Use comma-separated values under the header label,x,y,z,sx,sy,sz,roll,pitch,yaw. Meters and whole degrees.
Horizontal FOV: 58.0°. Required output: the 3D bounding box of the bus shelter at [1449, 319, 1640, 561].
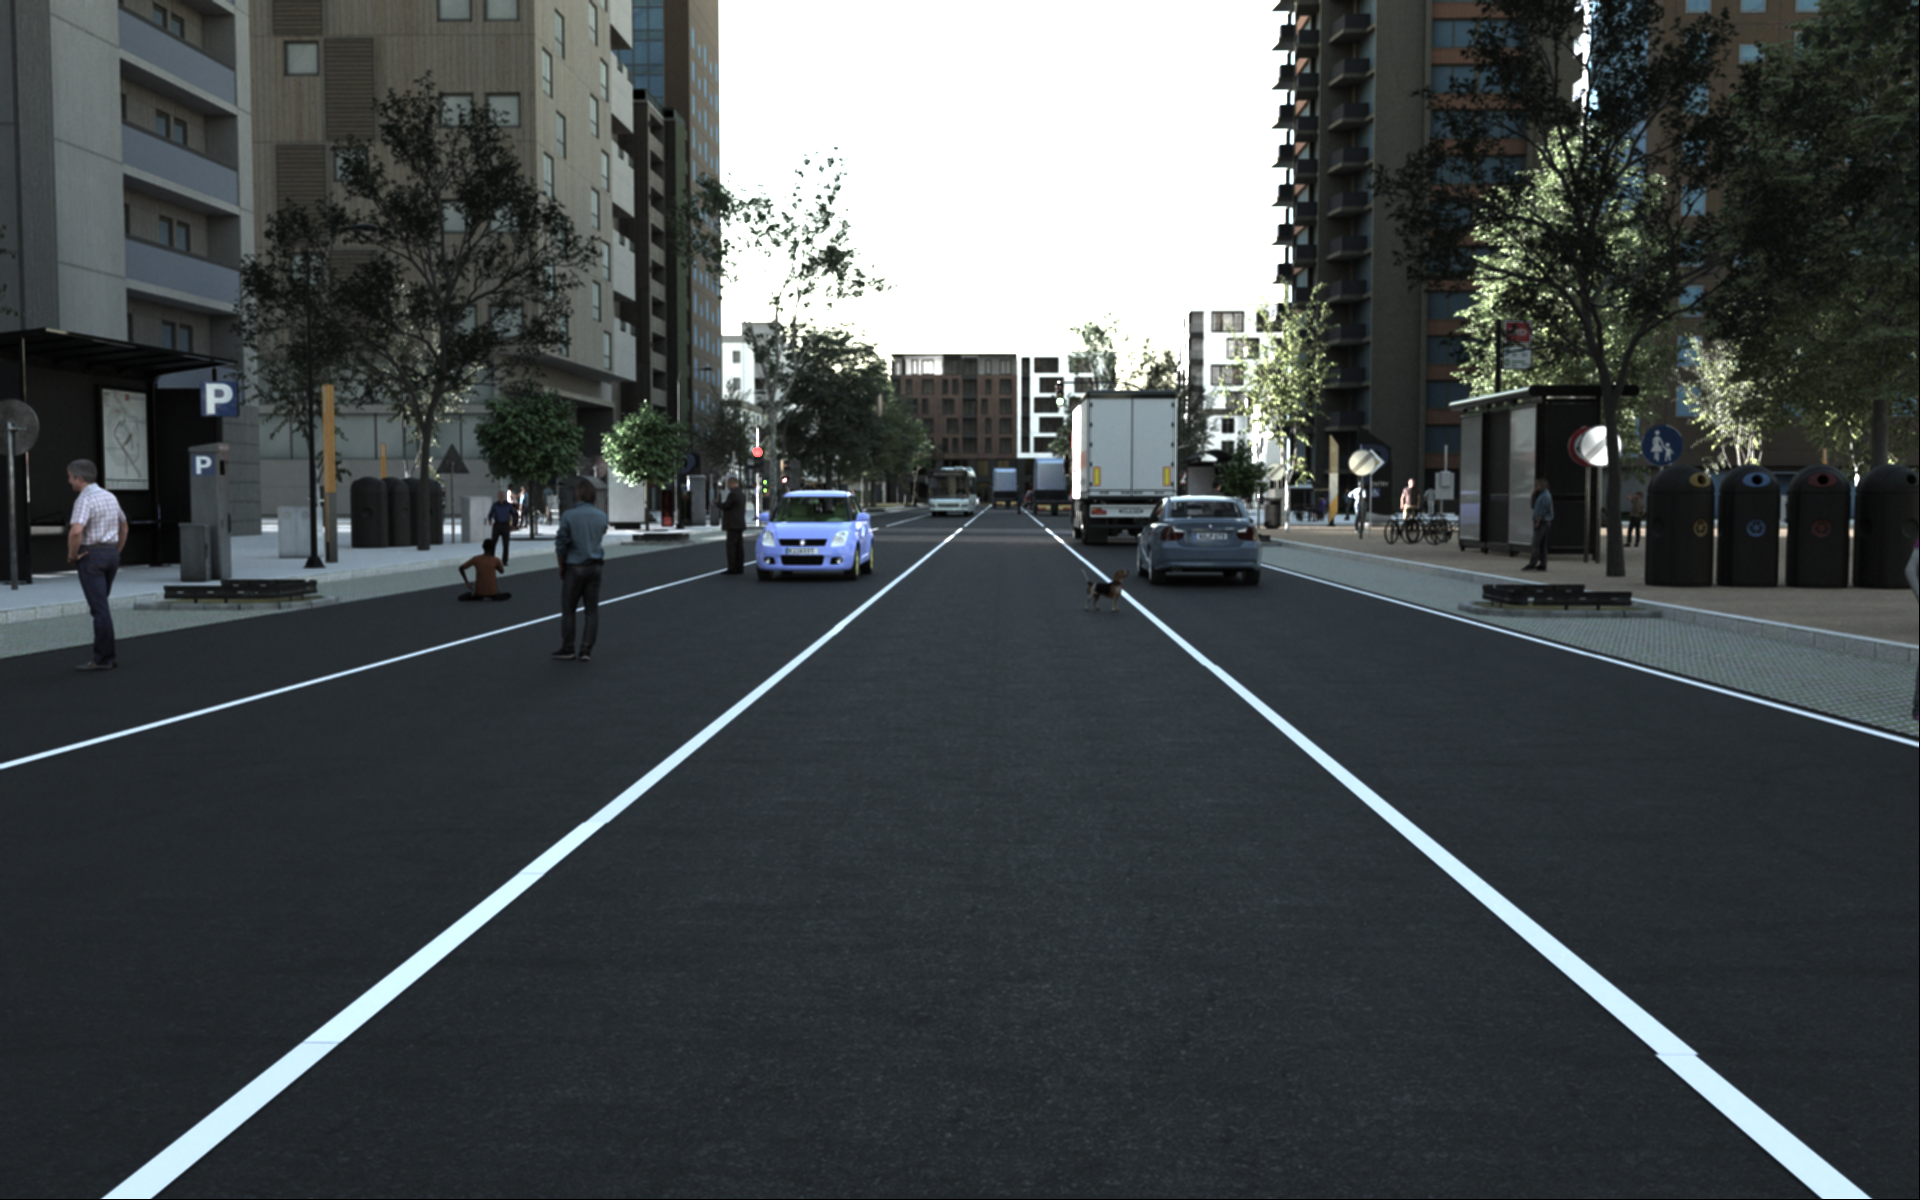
label,x,y,z,sx,sy,sz,roll,pitch,yaw
bus shelter,12.068,-3.662,37.498,2.179,5.291,8.768,0,4,1

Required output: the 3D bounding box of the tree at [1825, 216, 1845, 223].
label,x,y,z,sx,sy,sz,roll,pitch,yaw
tree,22.401,-5.673,43.123,4.737,8.622,4.395,0,3,0

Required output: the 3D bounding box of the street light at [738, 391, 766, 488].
label,x,y,z,sx,sy,sz,roll,pitch,yaw
street light,-9.430,-6.469,78.309,1.470,5.913,1.316,0,4,1

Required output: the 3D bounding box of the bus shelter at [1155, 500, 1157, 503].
label,x,y,z,sx,sy,sz,roll,pitch,yaw
bus shelter,13.901,-7.949,121.246,1.731,3.624,6.357,0,4,1

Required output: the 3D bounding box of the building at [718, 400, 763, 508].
label,x,y,z,sx,sy,sz,roll,pitch,yaw
building,-23.677,-13.845,168.515,9.099,9.664,28.070,0,4,1

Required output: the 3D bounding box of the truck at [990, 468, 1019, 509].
label,x,y,z,sx,sy,sz,roll,pitch,yaw
truck,4.612,-11.240,173.537,2.967,4.110,18.799,0,4,0

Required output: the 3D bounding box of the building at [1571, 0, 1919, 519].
label,x,y,z,sx,sy,sz,roll,pitch,yaw
building,42.280,-27.092,93.070,14.200,45.320,14.600,0,4,1

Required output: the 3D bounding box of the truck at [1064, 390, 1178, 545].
label,x,y,z,sx,sy,sz,roll,pitch,yaw
truck,4.739,-3.876,52.286,2.839,4.237,11.283,0,4,1

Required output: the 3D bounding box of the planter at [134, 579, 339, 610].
label,x,y,z,sx,sy,sz,roll,pitch,yaw
planter,-9.122,-0.064,22.188,1.991,0.319,1.994,0,4,1

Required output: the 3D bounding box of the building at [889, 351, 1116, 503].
label,x,y,z,sx,sy,sz,roll,pitch,yaw
building,6.333,-25.549,261.702,32.646,21.610,27.936,0,4,1

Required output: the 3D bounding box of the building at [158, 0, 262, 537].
label,x,y,z,sx,sy,sz,roll,pitch,yaw
building,-36.018,-30.974,48.429,28.212,58.520,21.231,0,4,1

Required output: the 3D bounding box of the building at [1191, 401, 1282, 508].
label,x,y,z,sx,sy,sz,roll,pitch,yaw
building,28.693,-13.957,170.347,9.099,9.664,28.070,0,4,1

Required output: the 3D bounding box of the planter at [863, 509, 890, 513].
label,x,y,z,sx,sy,sz,roll,pitch,yaw
planter,-6.330,-6.689,130.512,1.991,0.319,1.994,0,4,1

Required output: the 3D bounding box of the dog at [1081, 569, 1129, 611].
label,x,y,z,sx,sy,sz,roll,pitch,yaw
dog,1.780,-0.124,21.308,0.540,0.507,0.406,0,4,-5

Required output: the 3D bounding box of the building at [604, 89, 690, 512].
label,x,y,z,sx,sy,sz,roll,pitch,yaw
building,-27.672,-21.557,124.165,14.160,30.474,14.107,0,4,1

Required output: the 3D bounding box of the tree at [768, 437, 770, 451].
label,x,y,z,sx,sy,sz,roll,pitch,yaw
tree,-17.372,-11.560,139.373,4.737,8.622,4.395,0,3,0

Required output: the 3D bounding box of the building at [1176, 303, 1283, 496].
label,x,y,z,sx,sy,sz,roll,pitch,yaw
building,38.826,-21.863,201.429,27.936,21.610,32.646,0,4,1

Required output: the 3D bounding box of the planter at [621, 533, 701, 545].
label,x,y,z,sx,sy,sz,roll,pitch,yaw
planter,-8.431,-1.711,49.123,1.991,0.319,1.994,0,4,1

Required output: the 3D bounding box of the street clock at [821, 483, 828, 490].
label,x,y,z,sx,sy,sz,roll,pitch,yaw
street clock,-8.960,-6.687,113.899,0.471,2.002,0.358,-2,4,-31

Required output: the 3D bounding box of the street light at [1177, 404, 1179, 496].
label,x,y,z,sx,sy,sz,roll,pitch,yaw
street light,10.173,-6.883,85.079,1.470,5.913,1.316,0,4,1

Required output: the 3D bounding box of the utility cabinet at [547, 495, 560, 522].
label,x,y,z,sx,sy,sz,roll,pitch,yaw
utility cabinet,-18.540,-4.171,79.356,0.306,1.237,1.020,1,4,17

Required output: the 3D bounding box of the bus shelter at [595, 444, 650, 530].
label,x,y,z,sx,sy,sz,roll,pitch,yaw
bus shelter,-12.041,-4.354,65.116,2.014,3.302,5.546,0,4,2

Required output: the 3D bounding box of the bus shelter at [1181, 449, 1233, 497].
label,x,y,z,sx,sy,sz,roll,pitch,yaw
bus shelter,11.657,-5.343,81.277,2.014,3.302,5.546,0,4,1

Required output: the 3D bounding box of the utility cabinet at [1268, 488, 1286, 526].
label,x,y,z,sx,sy,sz,roll,pitch,yaw
utility cabinet,12.592,-3.684,68.914,0.318,1.500,1.173,2,4,30

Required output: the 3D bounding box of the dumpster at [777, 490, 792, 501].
label,x,y,z,sx,sy,sz,roll,pitch,yaw
dumpster,-11.094,-6.653,111.268,1.502,2.255,1.985,0,4,1

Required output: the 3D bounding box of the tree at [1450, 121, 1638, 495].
label,x,y,z,sx,sy,sz,roll,pitch,yaw
tree,18.606,-8.248,52.977,7.486,12.596,7.792,0,3,0

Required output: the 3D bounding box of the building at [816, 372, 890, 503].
label,x,y,z,sx,sy,sz,roll,pitch,yaw
building,-26.361,-23.893,257.102,31.486,18.905,16.747,0,4,1

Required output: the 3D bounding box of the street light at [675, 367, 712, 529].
label,x,y,z,sx,sy,sz,roll,pitch,yaw
street light,-9.753,-5.565,63.524,1.470,5.913,1.316,0,4,1

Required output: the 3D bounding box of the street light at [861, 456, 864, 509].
label,x,y,z,sx,sy,sz,roll,pitch,yaw
street light,-7.658,-10.581,145.536,1.470,5.913,1.316,0,4,1

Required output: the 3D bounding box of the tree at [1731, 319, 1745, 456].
label,x,y,z,sx,sy,sz,roll,pitch,yaw
tree,27.849,-6.777,61.170,4.737,8.622,4.395,0,3,0

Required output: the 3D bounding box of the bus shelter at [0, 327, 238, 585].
label,x,y,z,sx,sy,sz,roll,pitch,yaw
bus shelter,-13.670,-2.221,27.599,1.731,3.624,6.357,0,4,2

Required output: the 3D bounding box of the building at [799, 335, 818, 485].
label,x,y,z,sx,sy,sz,roll,pitch,yaw
building,-23.546,-21.761,212.213,11.380,20.091,16.016,0,4,1

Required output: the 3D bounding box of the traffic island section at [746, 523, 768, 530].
label,x,y,z,sx,sy,sz,roll,pitch,yaw
traffic island section,-8.199,-2.951,70.533,2.009,0.180,2.903,0,4,1

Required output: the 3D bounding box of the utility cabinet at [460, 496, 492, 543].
label,x,y,z,sx,sy,sz,roll,pitch,yaw
utility cabinet,-12.790,-2.122,45.856,0.306,1.237,1.020,1,4,19

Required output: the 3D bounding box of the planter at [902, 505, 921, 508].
label,x,y,z,sx,sy,sz,roll,pitch,yaw
planter,-5.042,-9.733,180.274,1.991,0.319,1.994,0,4,1

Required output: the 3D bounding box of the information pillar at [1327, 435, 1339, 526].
label,x,y,z,sx,sy,sz,roll,pitch,yaw
information pillar,14.815,-4.731,68.709,0.504,3.616,0.183,-3,5,-40

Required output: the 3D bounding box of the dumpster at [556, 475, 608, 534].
label,x,y,z,sx,sy,sz,roll,pitch,yaw
dumpster,-11.854,-2.973,54.367,1.264,1.857,1.865,0,4,2

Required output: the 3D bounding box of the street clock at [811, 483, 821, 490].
label,x,y,z,sx,sy,sz,roll,pitch,yaw
street clock,-9.188,-6.417,109.486,0.471,2.002,0.358,0,4,-3

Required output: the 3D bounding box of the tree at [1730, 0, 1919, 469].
label,x,y,z,sx,sy,sz,roll,pitch,yaw
tree,18.722,-7.193,35.737,7.486,12.596,7.792,0,3,0

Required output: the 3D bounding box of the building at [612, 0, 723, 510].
label,x,y,z,sx,sy,sz,roll,pitch,yaw
building,-27.136,-29.872,138.513,14.600,45.320,14.200,0,4,1

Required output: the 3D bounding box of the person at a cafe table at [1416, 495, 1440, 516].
label,x,y,z,sx,sy,sz,roll,pitch,yaw
person at a cafe table,27.162,-5.503,100.836,1.698,1.238,1.726,1,4,19

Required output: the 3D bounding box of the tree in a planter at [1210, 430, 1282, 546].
label,x,y,z,sx,sy,sz,roll,pitch,yaw
tree in a planter,7.809,-3.111,48.091,1.991,3.239,1.994,0,4,1

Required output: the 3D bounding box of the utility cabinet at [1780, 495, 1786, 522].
label,x,y,z,sx,sy,sz,roll,pitch,yaw
utility cabinet,37.844,-4.155,79.089,1.020,1.237,0.306,-3,5,-40

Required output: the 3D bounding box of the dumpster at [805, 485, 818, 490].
label,x,y,z,sx,sy,sz,roll,pitch,yaw
dumpster,-9.978,-6.621,114.012,1.264,1.857,1.865,0,4,2

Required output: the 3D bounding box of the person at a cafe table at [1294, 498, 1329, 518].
label,x,y,z,sx,sy,sz,roll,pitch,yaw
person at a cafe table,19.471,-5.123,94.620,1.726,1.238,1.698,-2,4,-30

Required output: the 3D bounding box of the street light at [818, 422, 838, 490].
label,x,y,z,sx,sy,sz,roll,pitch,yaw
street light,-8.588,-8.525,111.924,1.470,5.913,1.316,0,4,1

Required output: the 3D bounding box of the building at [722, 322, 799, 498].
label,x,y,z,sx,sy,sz,roll,pitch,yaw
building,-26.417,-20.278,187.961,16.016,20.091,11.380,0,4,1

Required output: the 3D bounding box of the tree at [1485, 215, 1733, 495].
label,x,y,z,sx,sy,sz,roll,pitch,yaw
tree,16.868,-5.833,45.739,4.737,8.622,4.395,0,3,0

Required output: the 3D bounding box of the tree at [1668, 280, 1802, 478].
label,x,y,z,sx,sy,sz,roll,pitch,yaw
tree,25.542,-6.499,56.623,4.360,8.622,3.978,0,3,0

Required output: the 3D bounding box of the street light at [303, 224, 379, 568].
label,x,y,z,sx,sy,sz,roll,pitch,yaw
street light,-10.683,-3.509,29.912,1.470,5.913,1.316,0,4,1

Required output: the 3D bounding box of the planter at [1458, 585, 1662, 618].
label,x,y,z,sx,sy,sz,roll,pitch,yaw
planter,7.110,0.015,20.892,1.991,0.319,1.994,0,4,1

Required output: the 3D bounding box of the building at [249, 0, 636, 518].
label,x,y,z,sx,sy,sz,roll,pitch,yaw
building,-34.907,-31.372,102.168,28.713,52.752,27.495,0,4,1

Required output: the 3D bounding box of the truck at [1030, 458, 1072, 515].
label,x,y,z,sx,sy,sz,roll,pitch,yaw
truck,6.540,-8.187,123.612,2.967,4.110,18.799,0,4,2

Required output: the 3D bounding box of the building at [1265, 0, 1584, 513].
label,x,y,z,sx,sy,sz,roll,pitch,yaw
building,35.021,-29.060,129.757,22.147,44.769,28.867,0,4,1

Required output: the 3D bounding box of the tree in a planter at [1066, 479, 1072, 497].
label,x,y,z,sx,sy,sz,roll,pitch,yaw
tree in a planter,11.227,-11.189,180.165,1.991,3.239,1.994,0,4,1

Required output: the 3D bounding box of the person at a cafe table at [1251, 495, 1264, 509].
label,x,y,z,sx,sy,sz,roll,pitch,yaw
person at a cafe table,25.992,-8.532,150.355,1.698,1.238,1.726,0,4,-5
